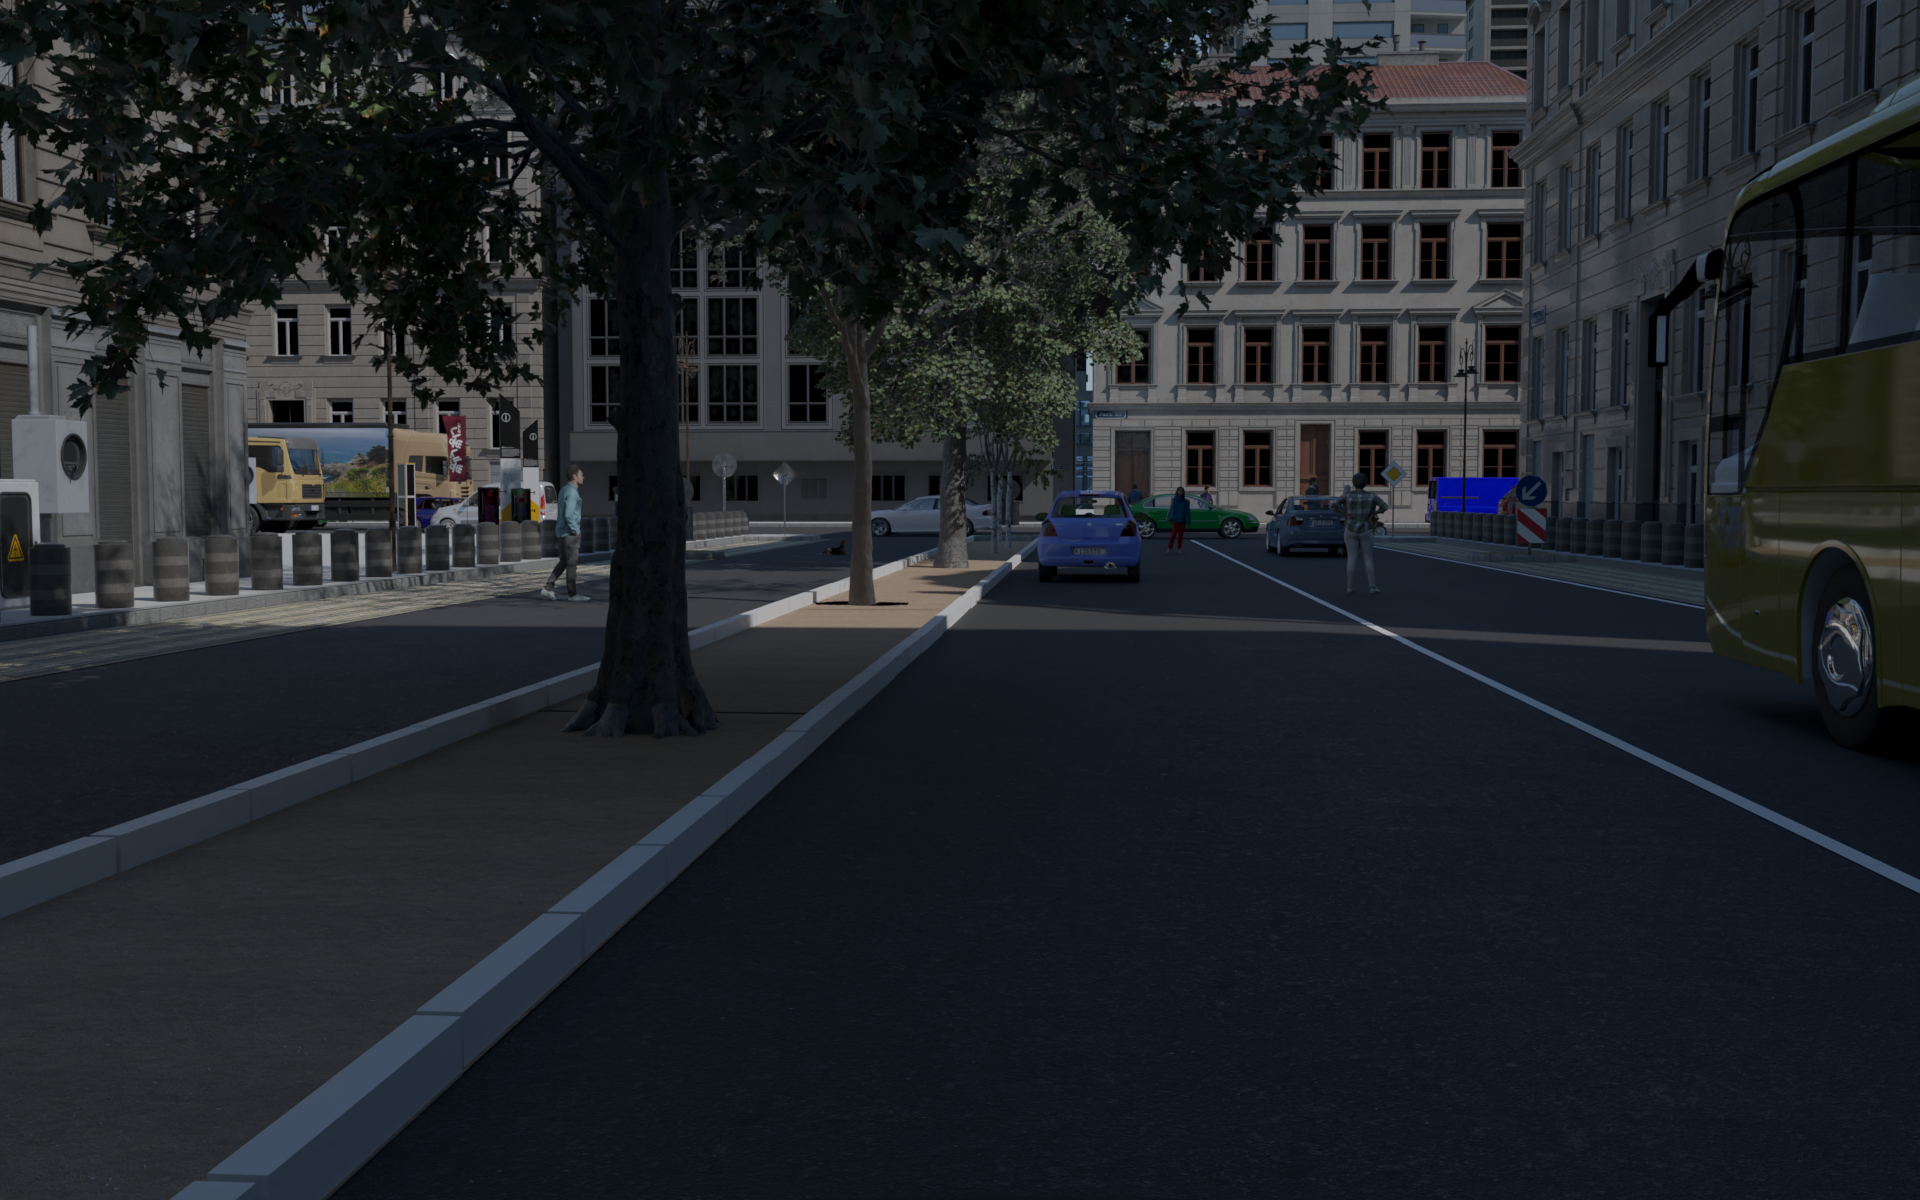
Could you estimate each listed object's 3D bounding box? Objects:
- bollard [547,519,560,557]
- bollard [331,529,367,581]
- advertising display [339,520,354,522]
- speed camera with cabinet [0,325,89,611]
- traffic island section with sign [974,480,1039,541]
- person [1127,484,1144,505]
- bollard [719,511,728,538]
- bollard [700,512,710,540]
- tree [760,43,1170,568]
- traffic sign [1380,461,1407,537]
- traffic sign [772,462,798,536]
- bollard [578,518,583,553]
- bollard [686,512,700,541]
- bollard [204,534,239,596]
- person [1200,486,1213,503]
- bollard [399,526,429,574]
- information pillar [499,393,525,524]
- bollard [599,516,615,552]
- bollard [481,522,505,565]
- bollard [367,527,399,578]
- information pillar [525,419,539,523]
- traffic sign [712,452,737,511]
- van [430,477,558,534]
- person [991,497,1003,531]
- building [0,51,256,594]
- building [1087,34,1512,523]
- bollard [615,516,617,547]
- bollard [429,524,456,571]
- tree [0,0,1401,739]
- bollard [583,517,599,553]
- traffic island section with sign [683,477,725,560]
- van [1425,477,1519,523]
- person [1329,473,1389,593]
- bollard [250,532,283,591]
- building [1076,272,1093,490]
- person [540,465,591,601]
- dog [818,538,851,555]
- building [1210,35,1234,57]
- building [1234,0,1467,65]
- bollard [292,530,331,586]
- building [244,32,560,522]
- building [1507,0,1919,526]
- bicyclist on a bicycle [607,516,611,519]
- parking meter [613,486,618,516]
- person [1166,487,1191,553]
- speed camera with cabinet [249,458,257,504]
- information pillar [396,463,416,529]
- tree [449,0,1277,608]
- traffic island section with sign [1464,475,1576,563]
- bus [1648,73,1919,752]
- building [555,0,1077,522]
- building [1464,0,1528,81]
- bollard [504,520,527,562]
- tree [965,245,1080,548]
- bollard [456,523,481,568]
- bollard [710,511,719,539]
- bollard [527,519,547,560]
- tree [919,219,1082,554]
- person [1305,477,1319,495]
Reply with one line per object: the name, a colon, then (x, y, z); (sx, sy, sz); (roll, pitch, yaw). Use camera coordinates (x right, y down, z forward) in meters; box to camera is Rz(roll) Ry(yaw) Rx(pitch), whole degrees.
bollard: (-8.336, -1.254, 35.216); (0.404, 0.777, 0.398); (0, 3, 0)
bollard: (-9.085, -0.664, 25.580); (0.404, 0.777, 0.398); (0, 3, 0)
advertising display: (-28.071, -4.497, 78.741); (0.974, 1.923, 0.123); (-1, 4, -13)
speed camera with cabinet: (-10.741, -1.554, 19.747); (0.660, 3.252, 2.038); (0, 4, 2)
traffic island section with sign: (1.481, -2.761, 53.283); (2.006, 1.907, 1.989); (0, 4, 4)
person: (6.354, -3.274, 62.218); (0.721, 1.800, 0.419); (0, 4, 3)
bollard: (-7.119, -2.211, 50.863); (0.404, 0.777, 0.398); (0, 3, 0)
bollard: (-7.306, -2.064, 48.459); (0.404, 0.777, 0.398); (0, 3, 0)
tree: (-0.173, -7.587, 33.152); (9.857, 13.997, 8.962); (0, 3, 0)
traffic sign: (13.025, -2.962, 52.072); (0.795, 2.450, 0.064); (0, 4, 4)
traffic sign: (-5.412, -3.051, 53.521); (0.795, 2.450, 0.064); (0, 4, 4)
bollard: (-8.242, -1.328, 36.425); (0.404, 0.777, 0.398); (0, 3, 0)
bollard: (-7.397, -1.990, 47.250); (0.404, 0.777, 0.398); (0, 3, 0)
bollard: (-9.368, -0.444, 21.973); (0.404, 0.777, 0.398); (0, 3, 0)
person: (9.322, -3.438, 65.413); (0.576, 1.737, 0.504); (-3, 4, -37)
bollard: (-8.898, -0.812, 27.987); (0.404, 0.777, 0.398); (0, 3, 0)
information pillar: (-10.495, -2.998, 40.369); (0.504, 3.616, 0.183); (-2, 4, -33)
bollard: (-8.057, -1.475, 38.826); (0.404, 0.777, 0.398); (0, 3, 0)
bollard: (-8.622, -1.032, 31.595); (0.404, 0.777, 0.398); (0, 3, 0)
bollard: (-8.993, -0.738, 26.780); (0.404, 0.777, 0.398); (0, 3, 0)
information pillar: (-13.348, -3.828, 53.944); (0.504, 3.616, 0.183); (-1, 4, -9)
traffic sign: (-7.186, -3.225, 52.829); (0.768, 2.556, 0.104); (0, 4, 6)
van: (-15.492, -3.094, 57.601); (4.112, 2.044, 2.013); (0, 4, 5)
person: (1.202, -3.170, 63.029); (0.600, 1.496, 0.574); (1, 4, 18)
building: (-16.325, -10.316, 17.824); (9.793, 20.994, 18.267); (0, 4, 4)
building: (16.099, -14.980, 81.080); (21.152, 22.565, 11.583); (0, 4, 4)
bollard: (-7.963, -1.549, 40.043); (0.404, 0.777, 0.398); (0, 3, 0)
bollard: (-8.808, -0.885, 29.185); (0.404, 0.777, 0.398); (0, 3, 0)
tree: (-1.891, -5.557, 10.330); (9.611, 12.733, 9.660); (0, 3, 0)
bollard: (-8.148, -1.401, 37.623); (0.404, 0.777, 0.398); (0, 3, 0)
traffic island section with sign: (-6.293, -1.820, 38.380); (1.989, 1.847, 2.006); (0, 4, 4)
van: (19.696, -3.580, 62.910); (5.245, 2.365, 2.240); (0, 4, 4)
person: (5.784, -0.970, 25.076); (0.841, 1.734, 0.376); (1, 4, 22)
bollard: (-9.276, -0.517, 23.175); (0.404, 0.777, 0.398); (0, 3, 0)
building: (5.568, -57.114, 246.487); (31.000, 86.520, 22.319); (0, 4, 4)
person: (-5.315, -0.902, 23.270); (0.620, 1.820, 0.660); (-2, 4, -30)
dog: (-2.929, -1.255, 40.720); (0.748, 0.427, 0.550); (2, 4, 35)
building: (45.546, -49.209, 242.820); (20.611, 71.187, 20.563); (0, 4, 4)
building: (36.575, -38.099, 164.924); (21.231, 58.520, 28.212); (0, 4, 4)
bollard: (-9.182, -0.591, 24.373); (0.404, 0.777, 0.398); (0, 3, 0)
building: (-30.832, -17.628, 85.479); (25.104, 27.353, 12.463); (0, 4, 4)
building: (20.955, -14.689, 37.431); (12.463, 27.353, 25.104); (0, 4, 4)
bicyclist on a bicycle: (-12.412, -3.318, 64.278); (1.625, 1.676, 1.499); (0, 4, 6)
parking meter: (-8.397, -2.110, 42.912); (0.372, 1.533, 0.369); (0, 3, 0)
person: (5.307, -1.948, 42.060); (0.593, 1.614, 0.444); (1, 4, 11)
speed camera with cabinet: (-17.672, -2.839, 40.757); (0.660, 3.252, 2.038); (3, 5, 43)
information pillar: (-13.080, -2.229, 40.935); (0.304, 2.012, 0.304); (2, 4, 29)
tree: (-1.238, -6.658, 21.678); (12.009, 13.543, 11.850); (0, 3, 0)
traffic island section with sign: (11.879, -1.732, 36.944); (1.989, 1.847, 2.006); (0, 4, 4)
bus: (5.864, -0.903, 6.313); (2.896, 3.916, 12.252); (0, 4, 5)
building: (-6.294, -17.782, 84.245); (24.014, 27.812, 14.314); (0, 4, 4)
building: (80.659, -48.988, 239.204); (20.611, 71.187, 20.563); (0, 4, 4)
bollard: (-8.523, -1.107, 32.810); (0.404, 0.777, 0.398); (0, 3, 0)
tree: (1.280, -5.675, 45.600); (4.360, 8.622, 3.978); (0, 3, 0)
bollard: (-8.714, -0.959, 30.390); (0.404, 0.777, 0.398); (0, 3, 0)
bollard: (-7.213, -2.138, 49.665); (0.404, 0.777, 0.398); (0, 3, 0)
bollard: (-8.430, -1.180, 34.011); (0.404, 0.777, 0.398); (0, 3, 0)
tree: (0.847, -5.392, 40.979); (4.737, 8.622, 4.395); (0, 3, 0)
person: (9.969, -2.488, 48.544); (0.474, 1.900, 0.648); (-2, 4, -30)
